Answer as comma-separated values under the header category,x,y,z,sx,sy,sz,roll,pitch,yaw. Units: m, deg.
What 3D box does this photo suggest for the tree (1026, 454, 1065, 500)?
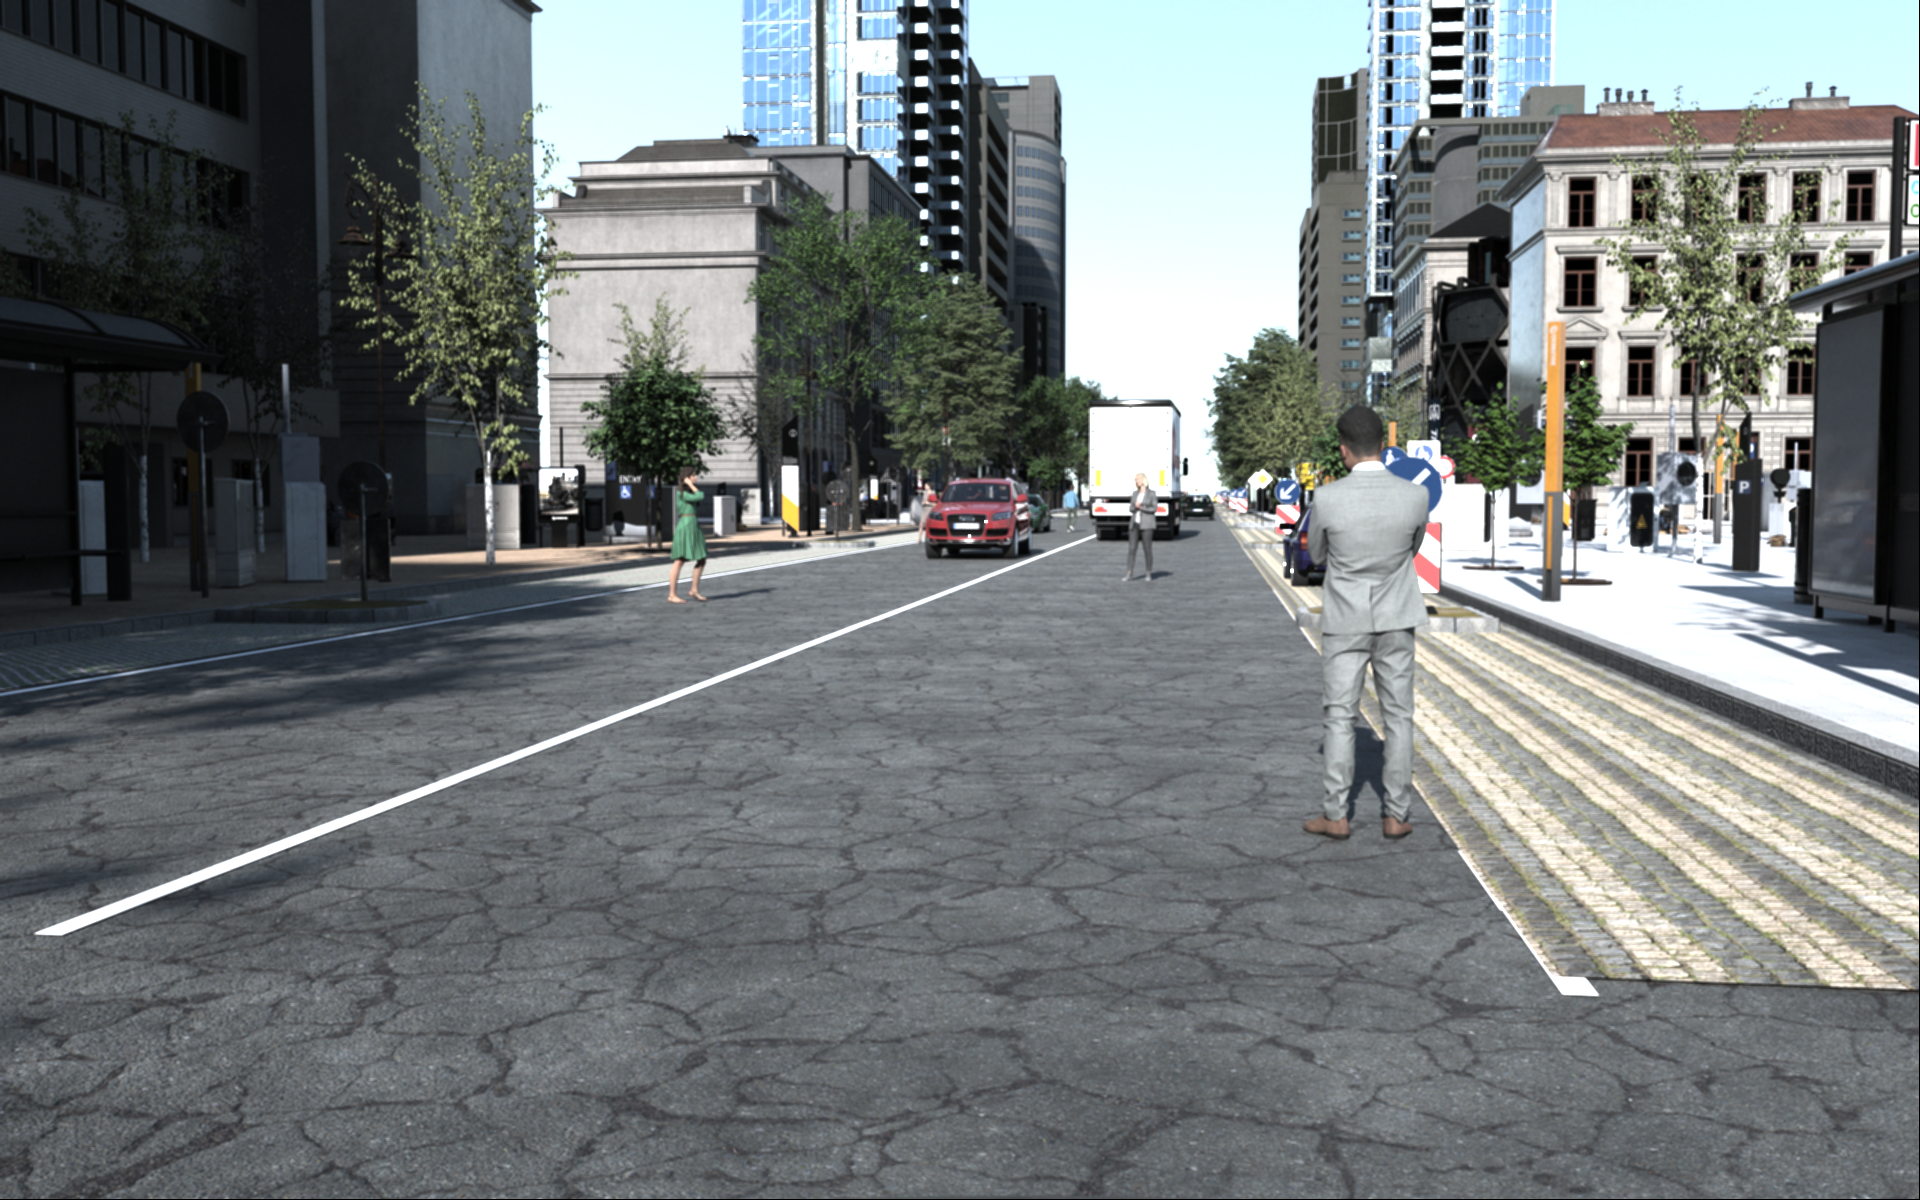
category,x,y,z,sx,sy,sz,roll,pitch,yaw
tree,6.743,-9.422,137.756,4.285,4.588,4.351,0,3,0

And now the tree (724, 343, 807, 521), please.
category,x,y,z,sx,sy,sz,roll,pitch,yaw
tree,-9.145,-8.113,83.013,4.360,8.622,3.978,0,3,0

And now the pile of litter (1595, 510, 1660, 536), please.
category,x,y,z,sx,sy,sz,roll,pitch,yaw
pile of litter,20.361,-2.409,53.349,1.176,0.858,1.719,-3,5,-42

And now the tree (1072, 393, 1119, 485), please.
category,x,y,z,sx,sy,sz,roll,pitch,yaw
tree,18.065,-18.970,216.812,9.857,13.997,8.962,0,3,0

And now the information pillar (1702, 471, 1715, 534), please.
category,x,y,z,sx,sy,sz,roll,pitch,yaw
information pillar,24.072,-3.139,55.808,0.304,2.012,0.304,-3,5,-43

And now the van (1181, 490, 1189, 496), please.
category,x,y,z,sx,sy,sz,roll,pitch,yaw
van,22.691,-10.394,176.957,2.013,2.044,4.112,1,4,10

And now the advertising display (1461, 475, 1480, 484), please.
category,x,y,z,sx,sy,sz,roll,pitch,yaw
advertising display,16.749,-3.155,56.806,0.123,1.923,0.974,-1,4,-16

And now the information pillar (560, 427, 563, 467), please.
category,x,y,z,sx,sy,sz,roll,pitch,yaw
information pillar,-13.934,-4.237,60.627,0.183,3.616,0.504,-1,4,-12

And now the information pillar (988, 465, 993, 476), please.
category,x,y,z,sx,sy,sz,roll,pitch,yaw
information pillar,2.318,-8.765,134.655,0.504,3.616,0.183,3,4,38

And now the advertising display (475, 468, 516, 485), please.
category,x,y,z,sx,sy,sz,roll,pitch,yaw
advertising display,-11.551,-2.319,43.130,0.974,1.923,0.123,-1,4,-20

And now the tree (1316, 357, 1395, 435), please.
category,x,y,z,sx,sy,sz,roll,pitch,yaw
tree,21.030,-8.697,92.563,4.360,8.622,3.978,0,3,0

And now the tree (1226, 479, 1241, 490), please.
category,x,y,z,sx,sy,sz,roll,pitch,yaw
tree,46.383,-18.767,290.550,4.285,4.588,4.351,0,3,0

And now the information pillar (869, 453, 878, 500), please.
category,x,y,z,sx,sy,sz,roll,pitch,yaw
information pillar,-4.997,-6.634,99.819,0.504,3.616,0.183,0,4,5

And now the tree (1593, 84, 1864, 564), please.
category,x,y,z,sx,sy,sz,roll,pitch,yaw
tree,13.841,-4.971,31.642,4.737,8.622,4.395,0,3,0

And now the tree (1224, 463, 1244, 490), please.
category,x,y,z,sx,sy,sz,roll,pitch,yaw
tree,40.055,-18.388,250.999,4.360,8.622,3.978,0,3,0

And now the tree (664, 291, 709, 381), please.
category,x,y,z,sx,sy,sz,roll,pitch,yaw
tree,-11.390,-6.933,63.724,4.737,8.622,4.395,0,3,0

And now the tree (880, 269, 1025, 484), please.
category,x,y,z,sx,sy,sz,roll,pitch,yaw
tree,-0.091,-10.367,87.622,7.486,12.596,7.792,0,3,0

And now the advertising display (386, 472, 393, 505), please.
category,x,y,z,sx,sy,sz,roll,pitch,yaw
advertising display,-16.724,-2.719,49.664,0.123,1.923,0.974,3,5,42

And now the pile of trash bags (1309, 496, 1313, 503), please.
category,x,y,z,sx,sy,sz,roll,pitch,yaw
pile of trash bags,28.389,-7.893,138.805,1.912,1.369,3.447,2,4,33

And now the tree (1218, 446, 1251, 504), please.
category,x,y,z,sx,sy,sz,roll,pitch,yaw
tree,38.926,-19.164,239.090,9.928,11.665,9.643,0,3,0

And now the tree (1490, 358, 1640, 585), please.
category,x,y,z,sx,sy,sz,roll,pitch,yaw
tree,8.865,-1.836,24.614,1.663,3.219,1.824,0,3,0

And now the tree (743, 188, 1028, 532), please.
category,x,y,z,sx,sy,sz,roll,pitch,yaw
tree,-3.712,-8.188,59.621,9.928,11.665,9.643,0,3,0

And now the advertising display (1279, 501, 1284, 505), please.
category,x,y,z,sx,sy,sz,roll,pitch,yaw
advertising display,16.645,-5.190,90.066,0.123,1.923,0.974,1,4,9

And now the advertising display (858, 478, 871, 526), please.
category,x,y,z,sx,sy,sz,roll,pitch,yaw
advertising display,-3.960,-4.010,70.784,0.123,1.923,0.974,-3,4,-37

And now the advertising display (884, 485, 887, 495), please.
category,x,y,z,sx,sy,sz,roll,pitch,yaw
advertising display,-5.197,-7.051,120.501,0.123,1.923,0.974,0,4,-6

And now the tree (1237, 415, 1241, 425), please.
category,x,y,z,sx,sy,sz,roll,pitch,yaw
tree,19.157,-9.414,104.277,4.737,8.622,4.395,0,3,0

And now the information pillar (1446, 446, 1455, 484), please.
category,x,y,z,sx,sy,sz,roll,pitch,yaw
information pillar,21.690,-5.214,76.605,0.183,3.616,0.504,-2,4,-24

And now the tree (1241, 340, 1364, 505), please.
category,x,y,z,sx,sy,sz,roll,pitch,yaw
tree,16.241,-8.085,82.557,4.737,8.622,4.395,0,3,0

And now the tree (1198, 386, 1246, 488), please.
category,x,y,z,sx,sy,sz,roll,pitch,yaw
tree,31.117,-17.066,189.399,12.009,13.543,11.850,0,3,0

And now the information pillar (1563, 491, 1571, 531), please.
category,x,y,z,sx,sy,sz,roll,pitch,yaw
information pillar,21.141,-4.235,60.594,0.183,3.616,0.504,-2,4,-33

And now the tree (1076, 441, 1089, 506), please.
category,x,y,z,sx,sy,sz,roll,pitch,yaw
tree,13.955,-14.642,189.751,4.737,8.622,4.395,0,3,0

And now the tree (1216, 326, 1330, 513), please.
category,x,y,z,sx,sy,sz,roll,pitch,yaw
tree,21.491,-12.172,117.132,7.486,12.596,7.792,0,3,0

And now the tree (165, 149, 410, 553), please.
category,x,y,z,sx,sy,sz,roll,pitch,yaw
tree,-15.144,-5.342,37.710,4.360,8.622,3.978,0,3,0

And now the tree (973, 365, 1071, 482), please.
category,x,y,z,sx,sy,sz,roll,pitch,yaw
tree,4.168,-11.463,121.840,8.767,10.594,7.601,2,4,30

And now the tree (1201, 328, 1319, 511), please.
category,x,y,z,sx,sy,sz,roll,pitch,yaw
tree,23.556,-13.947,134.687,9.857,13.997,8.962,0,3,0

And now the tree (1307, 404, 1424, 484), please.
category,x,y,z,sx,sy,sz,roll,pitch,yaw
tree,14.393,-4.846,62.939,4.285,4.588,4.351,0,3,0

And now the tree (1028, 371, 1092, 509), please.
category,x,y,z,sx,sy,sz,roll,pitch,yaw
tree,7.605,-13.522,146.834,9.928,11.665,9.643,0,3,0

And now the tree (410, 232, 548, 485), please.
category,x,y,z,sx,sy,sz,roll,pitch,yaw
tree,-13.357,-6.013,48.669,4.360,8.622,3.978,0,3,0

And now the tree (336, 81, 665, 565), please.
category,x,y,z,sx,sy,sz,roll,pitch,yaw
tree,-8.611,-4.922,30.841,4.737,8.622,4.395,0,3,0

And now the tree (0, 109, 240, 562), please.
category,x,y,z,sx,sy,sz,roll,pitch,yaw
tree,-15.733,-5.035,32.689,4.737,8.622,4.395,0,3,0

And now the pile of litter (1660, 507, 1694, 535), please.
category,x,y,z,sx,sy,sz,roll,pitch,yaw
pile of litter,22.753,-2.532,55.371,1.719,0.858,1.176,0,4,-6

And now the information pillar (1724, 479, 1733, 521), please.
category,x,y,z,sx,sy,sz,roll,pitch,yaw
information pillar,37.208,-4.849,83.777,0.304,2.012,0.304,-1,4,-14

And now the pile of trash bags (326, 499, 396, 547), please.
category,x,y,z,sx,sy,sz,roll,pitch,yaw
pile of trash bags,-14.903,-2.016,42.717,1.912,1.369,3.447,-1,4,-18

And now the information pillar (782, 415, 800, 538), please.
category,x,y,z,sx,sy,sz,roll,pitch,yaw
information pillar,-4.972,-3.641,50.877,0.504,3.616,0.183,0,4,-6

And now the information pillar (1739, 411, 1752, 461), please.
category,x,y,z,sx,sy,sz,roll,pitch,yaw
information pillar,22.314,-3.542,49.268,0.183,3.616,0.504,0,4,-6

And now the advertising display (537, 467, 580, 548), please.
category,x,y,z,sx,sy,sz,roll,pitch,yaw
advertising display,-9.512,-2.193,41.069,0.974,1.923,0.123,-1,4,-14

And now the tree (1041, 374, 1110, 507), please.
category,x,y,z,sx,sy,sz,roll,pitch,yaw
tree,11.536,-15.206,165.633,9.611,12.733,9.660,0,3,0

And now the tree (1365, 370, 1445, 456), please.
category,x,y,z,sx,sy,sz,roll,pitch,yaw
tree,26.781,-9.379,103.706,4.737,8.622,4.395,0,3,0

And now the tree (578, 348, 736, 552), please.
category,x,y,z,sx,sy,sz,roll,pitch,yaw
tree,-6.687,-3.372,38.846,4.285,4.588,4.351,0,3,0

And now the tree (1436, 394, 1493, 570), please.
category,x,y,z,sx,sy,sz,roll,pitch,yaw
tree,9.230,-2.134,29.493,1.663,3.219,1.824,0,3,0

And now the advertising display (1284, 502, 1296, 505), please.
category,x,y,z,sx,sy,sz,roll,pitch,yaw
advertising display,17.439,-5.270,91.375,0.974,1.923,0.123,-2,4,-28

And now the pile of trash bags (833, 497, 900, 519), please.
category,x,y,z,sx,sy,sz,roll,pitch,yaw
pile of trash bags,-4.860,-4.765,87.664,3.447,1.369,1.912,-1,4,-23
